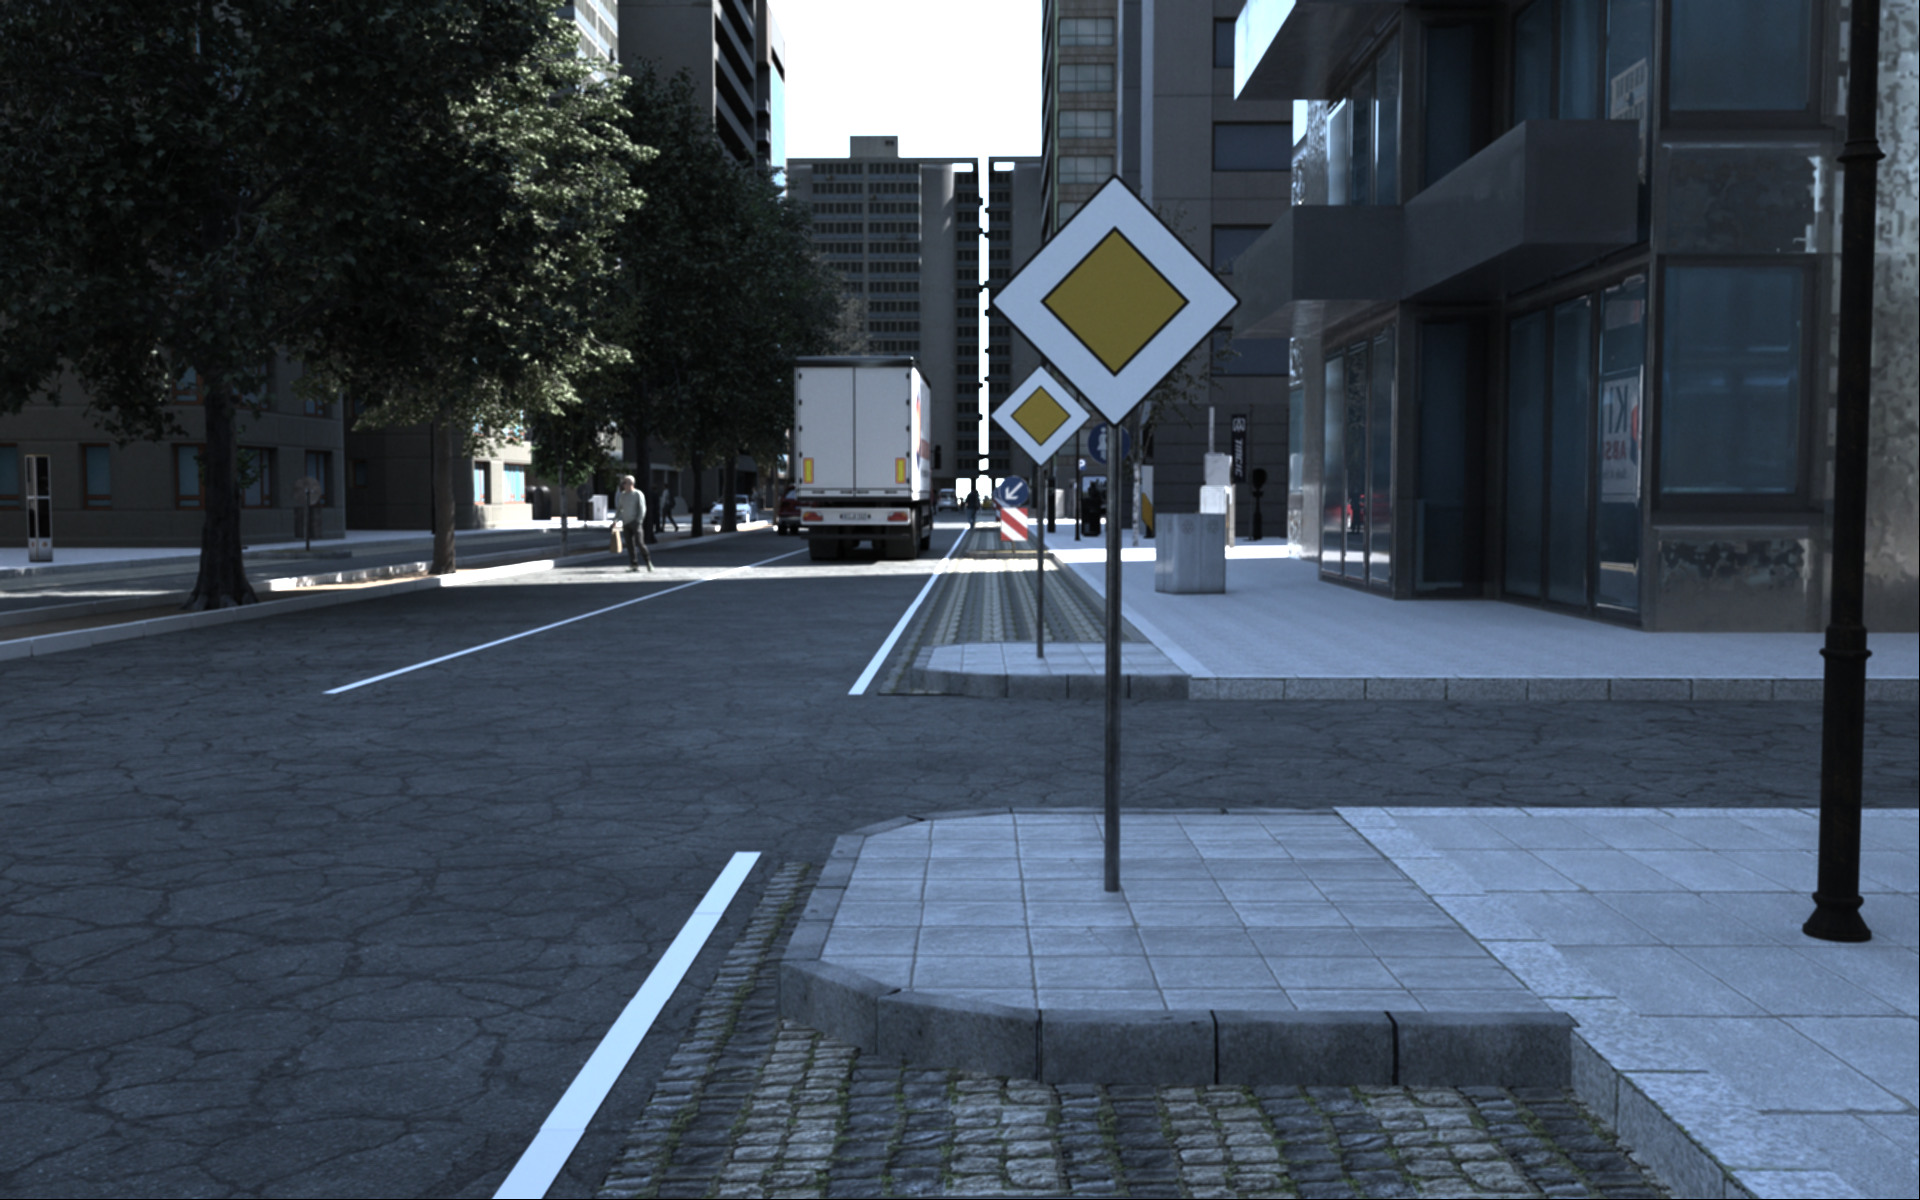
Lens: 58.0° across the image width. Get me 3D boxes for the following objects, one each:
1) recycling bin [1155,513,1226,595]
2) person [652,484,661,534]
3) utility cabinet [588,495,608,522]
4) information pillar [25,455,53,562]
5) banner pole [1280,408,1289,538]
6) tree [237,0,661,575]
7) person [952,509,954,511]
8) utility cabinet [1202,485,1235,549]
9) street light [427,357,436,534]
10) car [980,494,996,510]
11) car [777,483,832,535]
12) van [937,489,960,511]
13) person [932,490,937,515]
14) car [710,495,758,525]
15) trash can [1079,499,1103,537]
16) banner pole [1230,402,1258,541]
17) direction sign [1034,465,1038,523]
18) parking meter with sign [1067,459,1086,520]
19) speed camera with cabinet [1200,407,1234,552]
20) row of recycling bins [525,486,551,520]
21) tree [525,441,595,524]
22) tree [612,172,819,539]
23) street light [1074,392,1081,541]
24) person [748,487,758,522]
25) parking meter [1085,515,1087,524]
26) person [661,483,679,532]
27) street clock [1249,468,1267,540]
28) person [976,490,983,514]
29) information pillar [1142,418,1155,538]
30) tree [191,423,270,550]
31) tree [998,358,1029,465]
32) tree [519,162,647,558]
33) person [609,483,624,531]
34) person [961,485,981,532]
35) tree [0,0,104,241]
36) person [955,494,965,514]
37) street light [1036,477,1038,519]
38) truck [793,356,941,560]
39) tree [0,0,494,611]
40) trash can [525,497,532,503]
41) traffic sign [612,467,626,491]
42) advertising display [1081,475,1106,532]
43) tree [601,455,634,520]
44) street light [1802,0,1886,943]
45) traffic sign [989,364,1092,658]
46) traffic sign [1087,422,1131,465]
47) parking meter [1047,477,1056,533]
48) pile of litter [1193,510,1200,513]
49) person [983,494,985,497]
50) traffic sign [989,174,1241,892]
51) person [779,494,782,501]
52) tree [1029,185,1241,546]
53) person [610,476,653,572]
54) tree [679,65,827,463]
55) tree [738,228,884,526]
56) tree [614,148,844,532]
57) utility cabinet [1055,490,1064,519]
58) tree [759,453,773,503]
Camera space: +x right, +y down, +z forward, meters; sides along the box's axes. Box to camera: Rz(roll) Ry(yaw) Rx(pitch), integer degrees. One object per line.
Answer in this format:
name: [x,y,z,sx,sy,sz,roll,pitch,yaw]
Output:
recycling bin: [2.991,-0.609,22.506,0.722,1.027,0.722,-1,4,-15]
person: [-10.509,-3.095,59.526,0.576,1.772,0.534,2,4,24]
utility cabinet: [-16.912,-4.264,80.876,1.020,1.237,0.306,2,4,34]
information pillar: [-17.327,-1.719,32.592,0.304,2.012,0.304,2,4,33]
banner pole: [9.743,-3.684,50.255,0.863,3.779,0.401,1,4,13]
tree: [-9.282,-6.745,30.872,7.486,12.596,7.792,0,3,0]
person: [-0.557,-8.386,148.849,0.421,1.427,0.697,2,4,35]
utility cabinet: [6.034,-1.952,40.586,0.318,1.500,1.173,-1,4,-18]
street light: [-16.756,-5.027,54.976,0.468,5.910,1.993,0,4,1]
car: [2.760,-8.520,149.523,2.015,1.641,3.980,0,4,-1]
car: [-5.290,-3.253,61.862,2.281,1.827,5.304,0,4,2]
van: [-0.970,-8.369,143.850,2.013,2.044,4.112,0,4,2]
person: [-1.826,-6.708,118.853,0.721,1.739,1.217,0,4,5]
car: [-10.762,-4.333,82.850,2.014,1.417,4.499,0,4,2]
trash can: [3.957,-2.491,52.380,0.748,1.137,0.748,0,3,0]
banner pole: [7.791,-3.520,47.568,0.863,3.779,0.401,3,5,39]
direction sign: [3.511,-5.229,77.486,0.379,3.537,0.876,0,4,-3]
parking meter with sign: [5.821,-5.564,87.239,0.543,3.016,1.738,-1,4,-14]
speed camera with cabinet: [5.745,-2.715,38.720,0.660,3.252,2.038,1,4,13]
row of recycling bins: [-21.554,-4.855,86.486,1.069,1.692,3.534,-3,5,-42]
tree: [-17.351,-5.647,76.036,4.285,4.588,4.351,0,3,0]
tree: [-8.318,-7.753,54.970,9.928,11.665,9.643,0,3,0]
street light: [3.239,-4.573,47.564,0.468,5.910,1.993,0,4,1]
person: [-10.498,-4.812,87.454,0.573,1.790,0.520,0,4,-7]
parking meter: [5.469,-4.269,75.502,0.399,1.863,0.255,-3,5,-44]
person: [-10.982,-3.458,65.143,0.850,1.850,0.679,1,4,14]
street clock: [8.384,-2.703,48.756,0.471,2.002,0.358,-1,4,-17]
person: [1.167,-6.863,121.498,1.217,1.735,0.721,-3,5,-42]
information pillar: [5.431,-3.592,50.084,0.183,3.616,0.504,3,4,37]
tree: [-17.092,-2.782,40.092,1.663,3.219,1.824,0,3,0]
tree: [4.327,-8.615,91.219,4.360,8.622,3.978,0,3,0]
tree: [-8.692,-5.192,37.713,4.737,8.622,4.395,0,3,0]
person: [-12.783,-3.472,65.142,0.818,1.842,0.514,1,4,9]
person: [0.452,-3.413,64.655,0.623,1.781,0.721,-3,5,-41]
tree: [-9.567,-3.766,14.400,4.360,8.622,3.978,0,3,0]
person: [0.142,-6.968,125.681,1.065,1.426,0.557,0,4,0]
street light: [3.937,-7.022,87.595,0.468,5.910,1.993,0,4,1]
truck: [-2.020,-3.182,40.933,2.839,4.237,11.283,0,4,1]
tree: [-9.184,-6.231,21.343,9.611,12.733,9.660,0,3,0]
trash can: [-21.058,-4.408,83.728,0.748,1.137,0.748,0,3,0]
traffic sign: [-15.962,-4.942,80.911,0.768,2.556,0.104,1,4,9]
advertising display: [4.556,-3.260,58.522,0.974,1.923,0.123,2,4,30]
tree: [-16.923,-5.556,85.446,1.663,3.219,1.824,0,3,0]
street light: [2.552,-1.962,4.862,0.468,5.910,1.993,0,4,1]
traffic sign: [0.626,-0.604,13.526,0.795,2.450,0.064,0,4,1]
traffic sign: [2.625,-1.864,30.583,0.768,2.556,0.104,0,4,8]
parking meter: [3.043,-3.176,57.642,0.255,1.863,0.399,0,4,6]
pile of litter: [6.184,-1.919,45.346,1.719,0.858,1.176,2,4,31]
person: [2.346,-8.706,154.025,0.799,1.438,0.628,0,4,6]
traffic sign: [0.489,-0.116,5.542,0.795,2.450,0.064,0,4,1]
person: [-11.812,-6.274,114.272,0.628,1.438,0.799,-3,5,-39]
tree: [4.534,-5.629,42.390,4.360,8.622,3.978,0,3,0]
person: [-6.092,-1.403,31.920,0.782,1.767,0.515,2,4,26]
tree: [-8.276,-7.683,45.084,9.611,12.733,9.660,0,3,0]
tree: [-8.153,-10.014,76.555,12.009,13.543,11.850,0,3,0]
tree: [-8.717,-9.527,64.880,9.857,13.997,8.962,0,3,0]
utility cabinet: [4.786,-4.767,86.625,0.318,1.500,1.173,2,4,35]
tree: [-16.451,-11.887,144.708,4.737,8.622,4.395,0,3,0]
